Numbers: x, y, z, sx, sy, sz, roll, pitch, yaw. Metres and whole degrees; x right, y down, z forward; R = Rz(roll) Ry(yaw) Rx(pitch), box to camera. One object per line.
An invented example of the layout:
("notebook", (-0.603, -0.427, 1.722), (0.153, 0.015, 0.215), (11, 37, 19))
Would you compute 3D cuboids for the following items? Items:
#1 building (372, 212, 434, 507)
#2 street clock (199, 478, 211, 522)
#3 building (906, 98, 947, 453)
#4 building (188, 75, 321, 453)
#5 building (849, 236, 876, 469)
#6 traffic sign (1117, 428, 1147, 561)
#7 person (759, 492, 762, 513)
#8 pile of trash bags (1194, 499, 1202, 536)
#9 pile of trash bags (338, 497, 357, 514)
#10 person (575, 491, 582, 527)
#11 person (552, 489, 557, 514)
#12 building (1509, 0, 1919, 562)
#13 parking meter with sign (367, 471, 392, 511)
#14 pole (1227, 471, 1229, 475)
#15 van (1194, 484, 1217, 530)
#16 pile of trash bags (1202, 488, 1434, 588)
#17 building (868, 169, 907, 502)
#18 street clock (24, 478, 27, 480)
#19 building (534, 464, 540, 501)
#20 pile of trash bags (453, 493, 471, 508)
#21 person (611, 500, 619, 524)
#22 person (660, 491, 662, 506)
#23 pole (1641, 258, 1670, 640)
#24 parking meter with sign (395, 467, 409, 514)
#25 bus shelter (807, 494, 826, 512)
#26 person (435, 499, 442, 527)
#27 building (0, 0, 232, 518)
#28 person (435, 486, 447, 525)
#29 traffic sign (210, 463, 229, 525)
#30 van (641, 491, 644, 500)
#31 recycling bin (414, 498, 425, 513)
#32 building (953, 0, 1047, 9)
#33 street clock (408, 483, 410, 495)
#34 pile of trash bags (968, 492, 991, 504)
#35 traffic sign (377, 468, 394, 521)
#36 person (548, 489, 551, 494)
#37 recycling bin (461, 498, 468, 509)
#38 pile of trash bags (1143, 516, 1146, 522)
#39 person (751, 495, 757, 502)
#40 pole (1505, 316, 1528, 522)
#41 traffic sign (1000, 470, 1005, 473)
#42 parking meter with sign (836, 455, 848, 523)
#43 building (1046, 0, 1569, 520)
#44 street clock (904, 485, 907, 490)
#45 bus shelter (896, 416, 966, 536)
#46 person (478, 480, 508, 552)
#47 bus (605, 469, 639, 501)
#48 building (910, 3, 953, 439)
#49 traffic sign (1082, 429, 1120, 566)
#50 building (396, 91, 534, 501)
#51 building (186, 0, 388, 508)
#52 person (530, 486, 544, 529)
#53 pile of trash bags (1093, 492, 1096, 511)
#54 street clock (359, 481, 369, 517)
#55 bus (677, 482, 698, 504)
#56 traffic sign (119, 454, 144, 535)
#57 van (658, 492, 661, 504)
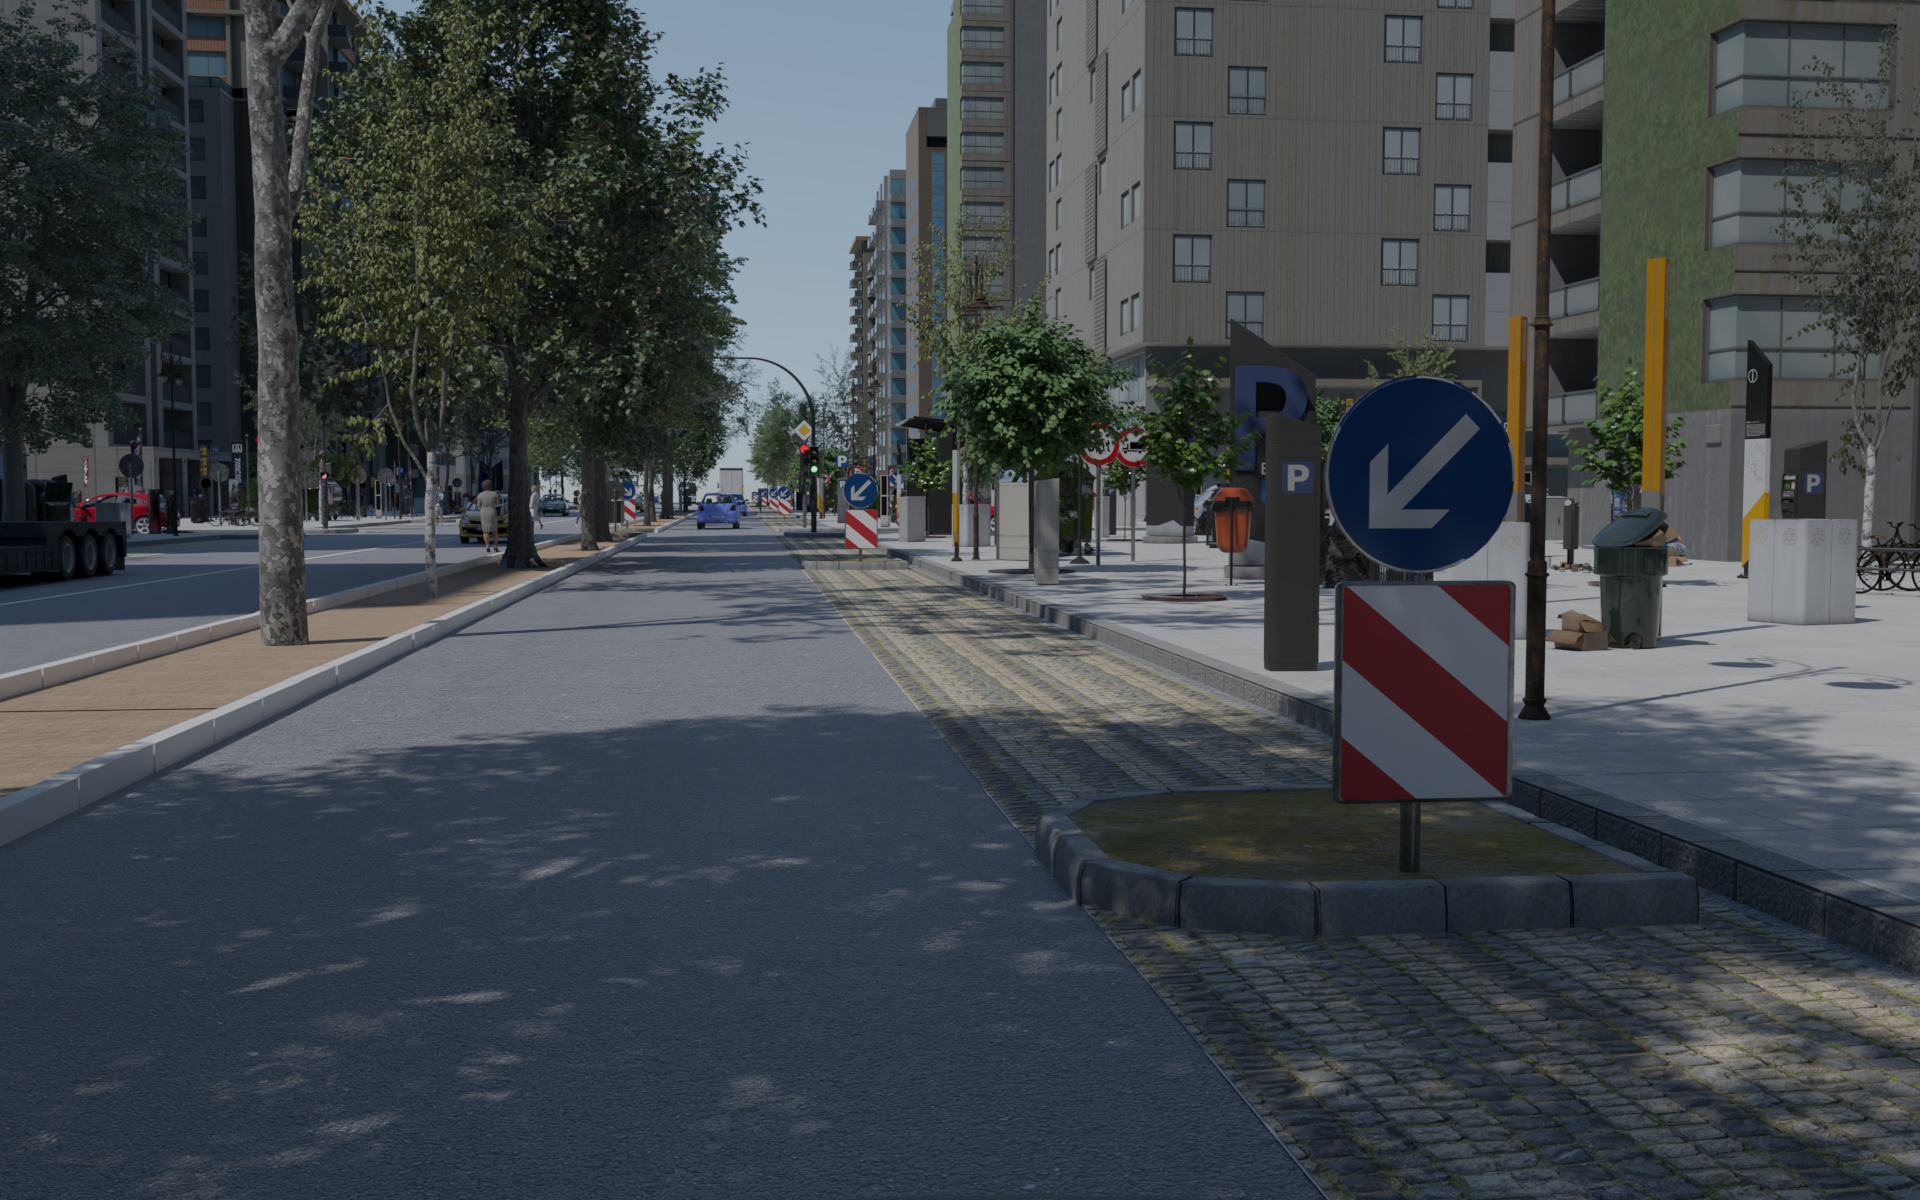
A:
("building", (-60.412, -24.420, 170.966), (14.160, 30.474, 14.107), (0, 4, -7))
("street clock", (-34.155, -4.517, 78.431), (0.471, 2.002, 0.358), (-3, 4, -37))
("building", (1.422, -33.474, 197.416), (14.600, 45.320, 14.200), (0, 4, -7))
("building", (-54.512, -21.486, 122.992), (14.160, 30.474, 14.107), (0, 4, -7))
("building", (-6.974, -38.695, 287.292), (22.147, 44.769, 28.867), (0, 4, -7))
("traffic sign", (3.302, -2.011, 32.990), (0.768, 2.556, 0.104), (0, 4, -2))
("person", (-14.580, -7.101, 126.412), (0.330, 1.601, 0.589), (0, 4, 2))
("pile of trash bags", (8.589, -2.751, 54.734), (1.912, 1.369, 3.447), (1, 4, 22))
("pile of trash bags", (-40.758, -6.259, 112.094), (1.912, 1.369, 3.447), (2, 4, 26))
("person", (-16.499, -4.067, 75.592), (0.643, 1.750, 0.593), (3, 5, 42))
("person", (-29.609, -7.229, 126.925), (0.641, 1.798, 0.478), (-1, 4, -16))
("building", (20.548, -21.740, 39.038), (14.154, 41.232, 14.086), (0, 4, -7))
("parking meter with sign", (-42.909, -8.059, 128.028), (1.738, 3.016, 0.543), (-1, 4, -16))
("pole", (11.712, -4.983, 75.319), (0.158, 3.312, 0.155), (0, 3, 0))
("van", (9.543, -3.465, 63.670), (4.112, 2.044, 2.013), (0, 4, -6))
("pile of trash bags", (5.224, -0.881, 24.151), (3.447, 1.369, 1.912), (1, 4, 13))
("building", (-1.942, -38.950, 256.443), (23.786, 49.044, 30.456), (0, 4, -7))
("street clock", (-41.934, -4.468, 77.626), (0.358, 2.002, 0.471), (-2, 4, -34))
("building", (-72.836, -30.288, 266.910), (14.160, 30.474, 14.107), (0, 4, -7))
("pile of trash bags", (-38.814, -7.464, 131.796), (1.912, 1.369, 3.447), (3, 5, 42))
("person", (-16.205, -4.419, 81.430), (0.731, 1.740, 0.598), (2, 4, 24))
("person", (-36.095, -12.315, 209.944), (0.705, 1.812, 1.348), (1, 4, 8))
("pole", (6.063, -1.302, 15.125), (0.158, 3.312, 0.155), (0, 3, 0))
("parking meter with sign", (-35.748, -7.031, 111.224), (0.543, 3.016, 1.738), (-2, 4, -34))
("bus shelter", (-10.582, -8.176, 124.963), (1.731, 3.624, 6.357), (0, 4, -7))
("person", (-23.046, -3.844, 76.358), (0.505, 1.210, 0.382), (1, 4, 12))
("building", (-53.084, -40.255, 96.415), (20.563, 71.187, 20.611), (0, 4, -7))
("person", (-23.877, -4.344, 79.551), (0.581, 1.822, 0.654), (-1, 4, -17))
("traffic sign", (-30.614, -4.373, 71.608), (0.768, 2.556, 0.104), (0, 4, -6))
("van", (-41.867, -13.736, 231.592), (2.013, 2.044, 4.112), (-1, 4, -8))
("recycling bin", (-36.147, -6.324, 115.949), (0.722, 1.027, 0.722), (-1, 4, -16))
("building", (6.226, -27.575, 134.454), (14.154, 41.232, 14.086), (0, 4, -7))
("street clock", (-36.321, -6.675, 113.707), (0.358, 2.002, 0.471), (2, 4, 31))
("pile of trash bags", (1.203, -5.081, 92.821), (1.912, 1.369, 3.447), (-3, 4, -38))
("traffic sign", (-27.773, -5.116, 83.747), (0.768, 2.556, 0.104), (0, 4, -4))
("person", (-30.752, -7.372, 129.306), (0.573, 1.790, 0.520), (-2, 4, -31))
("recycling bin", (-35.466, -6.764, 123.146), (0.722, 1.027, 0.722), (0, 4, 4))
("pile of trash bags", (9.814, -4.250, 79.237), (1.912, 1.369, 3.447), (-1, 4, -21))
("person", (-34.172, -17.082, 287.744), (1.348, 1.831, 0.705), (2, 4, 31))
("pole", (6.415, -1.599, 19.990), (0.158, 3.312, 0.155), (0, 3, 0))
("traffic sign", (1.642, -3.438, 56.317), (0.768, 2.556, 0.104), (0, 4, -4))
("parking meter with sign", (-5.211, -4.909, 76.524), (0.543, 3.016, 1.738), (0, 4, -3))
("building", (20.011, -31.101, 97.746), (27.495, 52.752, 28.713), (0, 4, -7))
("street clock", (-4.292, -8.227, 139.089), (0.358, 2.002, 0.471), (2, 4, 29))
("bus shelter", (-0.915, -3.912, 55.242), (1.731, 3.624, 6.357), (0, 4, -7))
("person", (-11.498, -2.067, 42.656), (0.716, 1.782, 0.532), (0, 4, -8))
("bus", (-33.481, -10.993, 171.277), (2.896, 3.916, 12.252), (0, 4, -7))
("building", (7.530, -52.693, 174.194), (22.319, 86.520, 31.000), (0, 4, -7))
("traffic sign", (2.480, -1.890, 31.014), (0.768, 2.556, 0.104), (0, 4, 1))
("building", (-72.967, -42.976, 244.649), (21.231, 58.520, 28.212), (0, 4, -7))
("building", (-62.256, -30.195, 148.319), (22.147, 44.769, 28.867), (0, 4, -7))
("person", (-17.251, -3.759, 70.315), (0.624, 1.780, 0.694), (2, 4, 25))
("pile of trash bags", (5.699, -4.616, 85.220), (1.912, 1.369, 3.447), (3, 4, 36))
("street clock", (-32.645, -5.524, 94.894), (0.471, 2.002, 0.358), (1, 4, 19))
("bus", (-40.063, -15.877, 254.455), (2.948, 3.499, 13.247), (-1, 4, -9))
("traffic sign", (-26.052, -3.325, 54.476), (0.768, 2.556, 0.104), (0, 4, -4))
("van", (-42.698, -14.899, 250.617), (2.013, 2.044, 4.112), (0, 4, -8))
